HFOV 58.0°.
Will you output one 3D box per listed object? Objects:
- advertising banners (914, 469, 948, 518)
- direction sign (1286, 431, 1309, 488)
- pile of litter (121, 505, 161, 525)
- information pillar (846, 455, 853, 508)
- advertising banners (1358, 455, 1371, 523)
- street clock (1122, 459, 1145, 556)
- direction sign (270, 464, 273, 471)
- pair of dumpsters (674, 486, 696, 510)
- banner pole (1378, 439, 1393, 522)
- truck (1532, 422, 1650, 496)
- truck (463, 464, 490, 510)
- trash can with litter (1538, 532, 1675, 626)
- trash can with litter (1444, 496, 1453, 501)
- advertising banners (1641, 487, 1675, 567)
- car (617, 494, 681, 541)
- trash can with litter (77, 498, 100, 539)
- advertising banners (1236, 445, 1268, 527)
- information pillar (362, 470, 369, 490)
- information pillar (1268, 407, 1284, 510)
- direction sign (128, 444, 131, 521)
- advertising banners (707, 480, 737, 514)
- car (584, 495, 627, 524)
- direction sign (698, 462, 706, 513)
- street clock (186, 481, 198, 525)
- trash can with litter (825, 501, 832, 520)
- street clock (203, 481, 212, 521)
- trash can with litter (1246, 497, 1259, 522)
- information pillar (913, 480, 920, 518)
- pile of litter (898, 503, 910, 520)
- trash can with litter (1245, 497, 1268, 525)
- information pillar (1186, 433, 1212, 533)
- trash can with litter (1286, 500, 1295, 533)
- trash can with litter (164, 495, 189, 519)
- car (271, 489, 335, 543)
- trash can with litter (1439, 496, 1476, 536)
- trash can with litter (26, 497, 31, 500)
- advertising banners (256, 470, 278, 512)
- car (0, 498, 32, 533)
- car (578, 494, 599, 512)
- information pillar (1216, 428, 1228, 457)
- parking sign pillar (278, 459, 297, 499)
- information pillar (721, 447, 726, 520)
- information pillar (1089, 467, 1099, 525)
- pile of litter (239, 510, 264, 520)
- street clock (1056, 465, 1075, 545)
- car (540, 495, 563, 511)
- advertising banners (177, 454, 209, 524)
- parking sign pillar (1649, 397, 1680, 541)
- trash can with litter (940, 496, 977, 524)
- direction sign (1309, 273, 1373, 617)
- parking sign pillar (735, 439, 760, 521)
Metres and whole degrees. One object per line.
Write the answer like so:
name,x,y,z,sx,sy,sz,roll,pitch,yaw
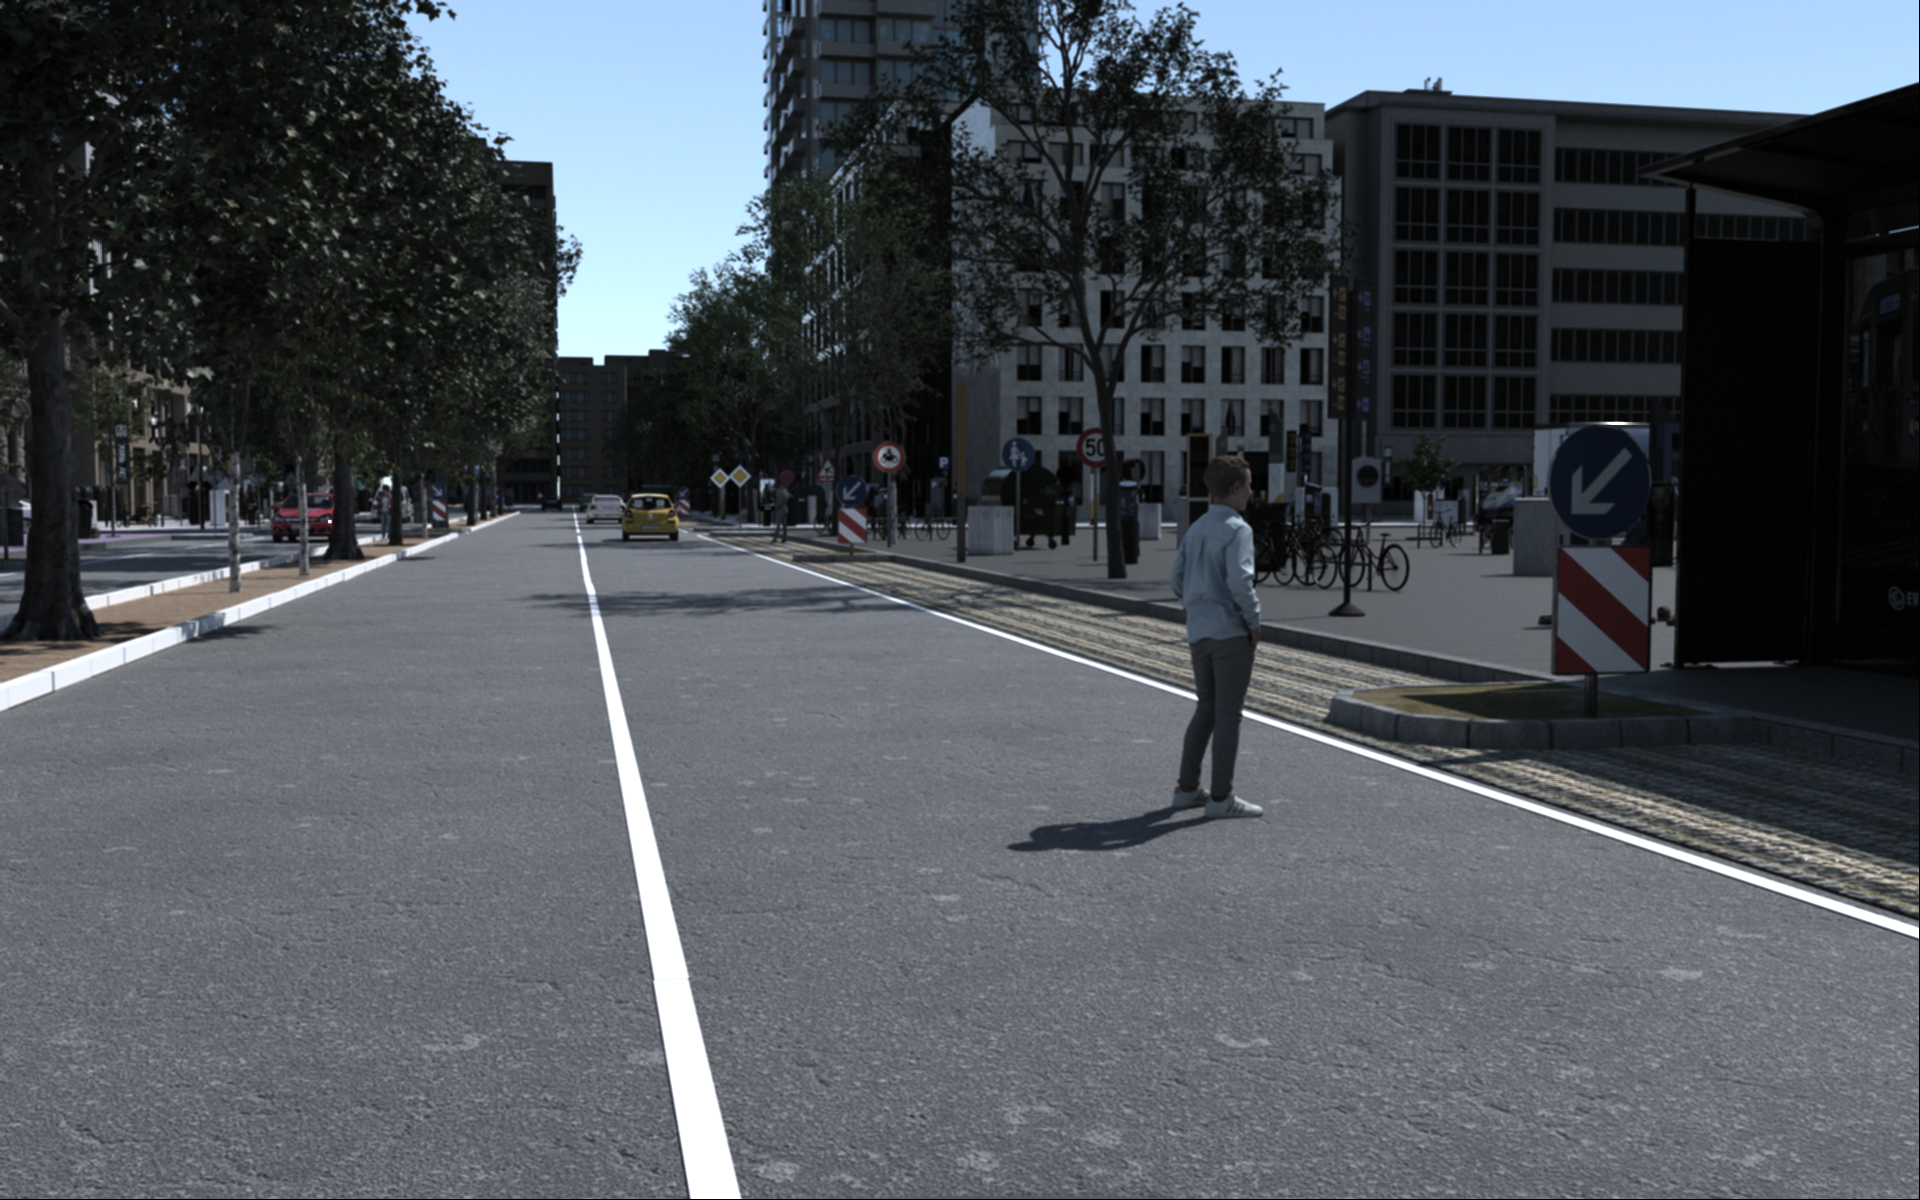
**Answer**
advertising banners,-1.491,-5.914,92.889,2.074,3.025,0.090,-2,4,-24
direction sign,12.075,-4.269,61.790,0.876,3.537,0.379,0,4,2
pile of litter,-34.246,-3.568,72.299,1.719,0.858,1.176,2,4,24
information pillar,-6.627,-6.899,104.155,0.504,3.616,0.183,-3,5,-40
advertising banners,17.866,-4.918,76.593,0.090,3.025,2.074,0,4,-2
street clock,3.569,-1.899,35.621,0.471,2.002,0.358,-3,5,-42
direction sign,-44.843,-7.345,112.089,0.876,3.537,0.379,1,4,8
pair of dumpsters,-21.744,-8.234,137.114,1.574,2.255,4.437,-1,4,-13
banner pole,19.366,-5.442,78.997,0.863,3.779,0.401,-1,4,-19
truck,28.822,-4.970,70.171,11.283,4.237,2.839,-1,4,-14
truck,-44.160,-10.363,159.200,2.967,4.110,18.799,-1,4,-14
trash can with litter,6.585,-0.370,17.103,2.233,1.210,1.678,-2,4,-29
trash can with litter,29.637,-5.752,105.440,1.055,1.170,0.624,-1,4,-14
advertising banners,13.095,-2.095,30.439,2.074,3.025,0.090,1,4,14
car,-9.684,-2.678,54.006,2.015,1.641,3.980,-1,4,-11
trash can with litter,-25.159,-2.346,49.737,0.624,1.170,1.055,0,4,-6
advertising banners,10.549,-4.063,62.624,0.090,3.025,2.074,3,5,43
information pillar,-45.601,-8.658,132.917,0.504,3.616,0.183,0,4,-3
information pillar,8.494,-3.379,46.606,0.183,3.616,0.504,-3,4,-37
direction sign,-37.801,-5.309,78.795,0.379,3.537,0.876,-2,4,-30
advertising banners,-15.025,-6.888,108.805,2.074,3.025,0.090,-2,4,-28
car,-17.314,-4.428,84.760,2.083,1.381,4.827,-1,4,-14
direction sign,-17.642,-7.729,118.372,0.876,3.537,0.379,3,5,45
street clock,-31.899,-4.122,71.963,0.471,2.002,0.358,-1,4,-17
trash can with litter,-6.435,-4.371,82.852,1.055,1.170,0.624,2,4,30
street clock,-36.187,-4.814,83.283,0.358,2.002,0.471,3,4,36
trash can with litter,14.364,-4.293,81.242,2.233,1.210,1.678,0,4,-4
information pillar,-2.331,-5.445,93.510,0.304,2.012,0.304,1,4,14
pile of litter,-3.034,-4.463,86.938,1.176,0.858,1.719,1,4,12
trash can with litter,13.274,-3.989,76.610,1.055,1.170,0.624,-1,4,-18
information pillar,2.922,-1.020,21.174,0.304,2.012,0.304,1,4,9
trash can with litter,10.999,-2.769,56.662,0.624,1.170,1.055,3,5,40
trash can with litter,-40.382,-4.867,90.634,2.233,1.210,1.678,1,4,11
car,-19.681,-2.660,52.535,2.155,1.783,4.494,-1,4,-13
trash can with litter,15.332,-2.603,53.620,1.678,1.210,2.233,2,4,33
trash can with litter,-41.285,-4.029,77.259,1.055,1.170,0.624,1,4,20
advertising banners,-50.033,-7.844,124.444,2.074,3.025,0.090,-2,4,-34
car,-32.280,-2.769,57.631,4.827,1.381,2.083,-1,4,-12
car,-30.662,-8.252,143.718,1.959,1.807,4.718,-1,4,-14
information pillar,9.289,-4.289,61.472,0.183,3.616,0.504,-3,5,-43
parking sign pillar,-38.259,-6.759,98.973,1.447,3.967,1.447,-2,4,-32
information pillar,-11.802,-5.810,86.354,0.183,3.616,0.504,0,4,6
information pillar,5.509,-4.868,70.946,0.183,3.616,0.504,-2,4,-28
pile of litter,-35.013,-4.354,85.157,1.176,0.858,1.719,-2,4,-30
street clock,2.659,-2.393,43.696,0.471,2.002,0.358,0,4,-2
car,-35.315,-8.395,149.832,1.945,1.354,3.894,-1,4,-14
advertising banners,-33.001,-4.830,75.152,2.074,3.025,0.090,1,4,8
parking sign pillar,19.827,-3.658,48.286,1.447,3.967,1.447,-2,4,-26
trash can with litter,0.158,-3.929,75.296,2.233,1.210,1.678,2,4,24
direction sign,4.088,-1.602,18.195,0.379,3.537,0.876,3,5,41
parking sign pillar,-10.181,-5.836,83.898,1.447,3.967,1.447,-2,4,-34
